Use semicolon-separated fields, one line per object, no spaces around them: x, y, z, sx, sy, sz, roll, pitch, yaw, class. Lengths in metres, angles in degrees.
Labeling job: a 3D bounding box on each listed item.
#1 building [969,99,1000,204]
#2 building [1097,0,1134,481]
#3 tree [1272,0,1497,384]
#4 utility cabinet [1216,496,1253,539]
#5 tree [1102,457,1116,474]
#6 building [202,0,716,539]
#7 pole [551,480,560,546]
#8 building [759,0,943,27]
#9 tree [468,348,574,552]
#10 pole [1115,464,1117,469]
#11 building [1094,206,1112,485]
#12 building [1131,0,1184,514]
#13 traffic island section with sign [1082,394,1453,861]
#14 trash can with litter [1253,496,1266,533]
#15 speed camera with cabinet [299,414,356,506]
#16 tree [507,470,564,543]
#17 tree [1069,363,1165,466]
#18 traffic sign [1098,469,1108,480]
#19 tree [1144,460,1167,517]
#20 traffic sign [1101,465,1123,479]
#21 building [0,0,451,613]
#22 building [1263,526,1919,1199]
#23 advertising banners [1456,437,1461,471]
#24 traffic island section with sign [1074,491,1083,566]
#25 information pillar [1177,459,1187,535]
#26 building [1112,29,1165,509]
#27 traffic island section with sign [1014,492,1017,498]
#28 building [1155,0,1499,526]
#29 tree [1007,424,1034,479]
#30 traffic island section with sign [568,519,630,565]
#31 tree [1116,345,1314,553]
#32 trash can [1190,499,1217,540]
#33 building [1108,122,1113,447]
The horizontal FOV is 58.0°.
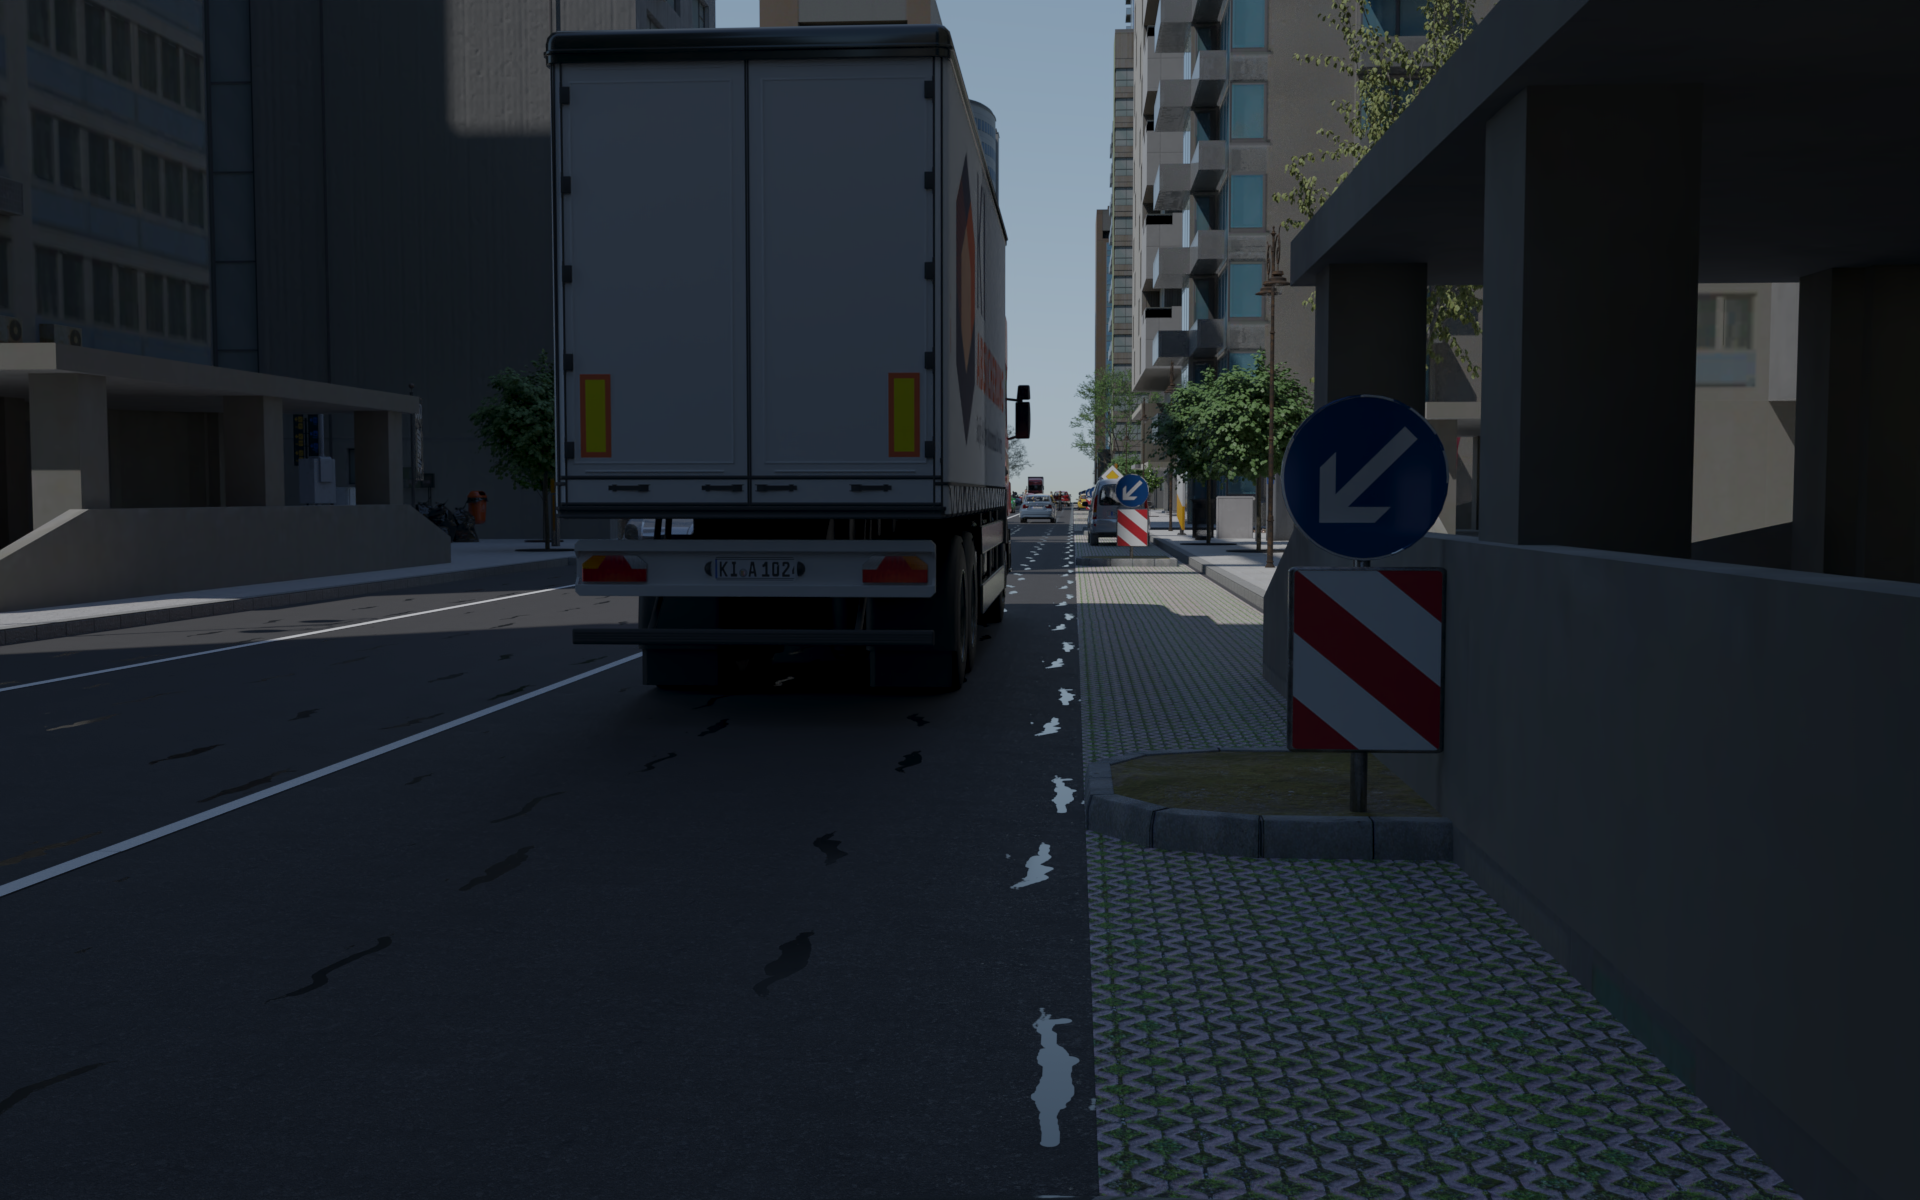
-5.358;-43.615;255.098;21.231;58.520;28.212;0;4;4;building
30.541;-56.709;239.855;22.319;86.520;31.000;0;4;4;building
5.945;-4.425;22.719;4.737;8.622;4.395;0;3;0;tree
7.923;-2.373;49.961;1.020;1.237;0.306;0;4;-1;utility cabinet
6.230;-3.675;43.800;4.285;4.588;4.351;0;3;0;tree
-15.455;-22.722;55.093;14.086;41.232;14.154;0;4;4;building
-9.918;-2.969;42.389;0.158;3.312;0.155;0;3;0;pole
-8.842;-30.630;150.910;14.600;45.320;14.200;0;4;4;building
-9.372;-3.389;39.123;4.285;4.588;4.351;0;3;0;tree
10.461;-7.486;116.239;0.158;3.312;0.155;0;3;0;pole
27.536;-37.542;263.914;14.600;45.320;14.200;0;4;4;building
24.943;-31.871;110.333;28.713;52.752;27.495;0;4;4;building
1.557;0.058;7.684;1.989;1.847;2.006;0;4;4;traffic island section with sign
9.817;-2.840;57.492;1.678;1.210;2.233;-1;4;-16;trash can with litter
-15.549;-2.998;43.355;0.660;3.252;2.038;2;4;27;speed camera with cabinet
-11.154;-3.163;46.321;1.663;3.219;1.824;0;3;0;tree
12.364;-12.861;136.026;9.928;11.665;9.643;0;3;0;tree
5.813;-3.945;68.141;0.795;2.450;0.064;0;4;4;traffic sign
10.607;-6.303;97.658;1.663;3.219;1.824;0;3;0;tree
5.292;-3.458;60.173;0.795;2.450;0.064;0;4;4;traffic sign
-26.016;-20.387;25.211;32.217;40.220;23.993;0;4;4;building
17.977;-19.107;4.284;32.217;40.220;23.993;0;4;4;building
13.588;-3.338;50.757;2.074;3.025;0.090;1;4;23;advertising banners
3.331;-1.606;34.886;1.989;1.847;2.006;0;4;4;traffic island section with sign
6.933;-3.848;54.271;0.183;3.616;0.504;-1;4;-14;information pillar
20.727;-28.892;155.981;14.154;41.232;14.086;0;4;4;building
8.979;-16.477;278.025;1.989;1.847;2.006;0;4;4;traffic island section with sign
23.884;-27.910;75.938;30.456;49.044;23.786;0;4;4;building
7.723;-23.896;301.061;12.009;13.543;11.850;0;3;0;tree
-6.849;-1.658;35.734;1.989;1.847;2.006;0;4;4;traffic island section with sign
6.579;-3.345;38.398;4.285;4.588;4.351;0;3;0;tree
6.781;-2.241;48.301;0.748;1.137;0.748;0;3;0;trash can
28.664;-35.625;202.083;23.786;49.044;30.456;0;4;4;building
